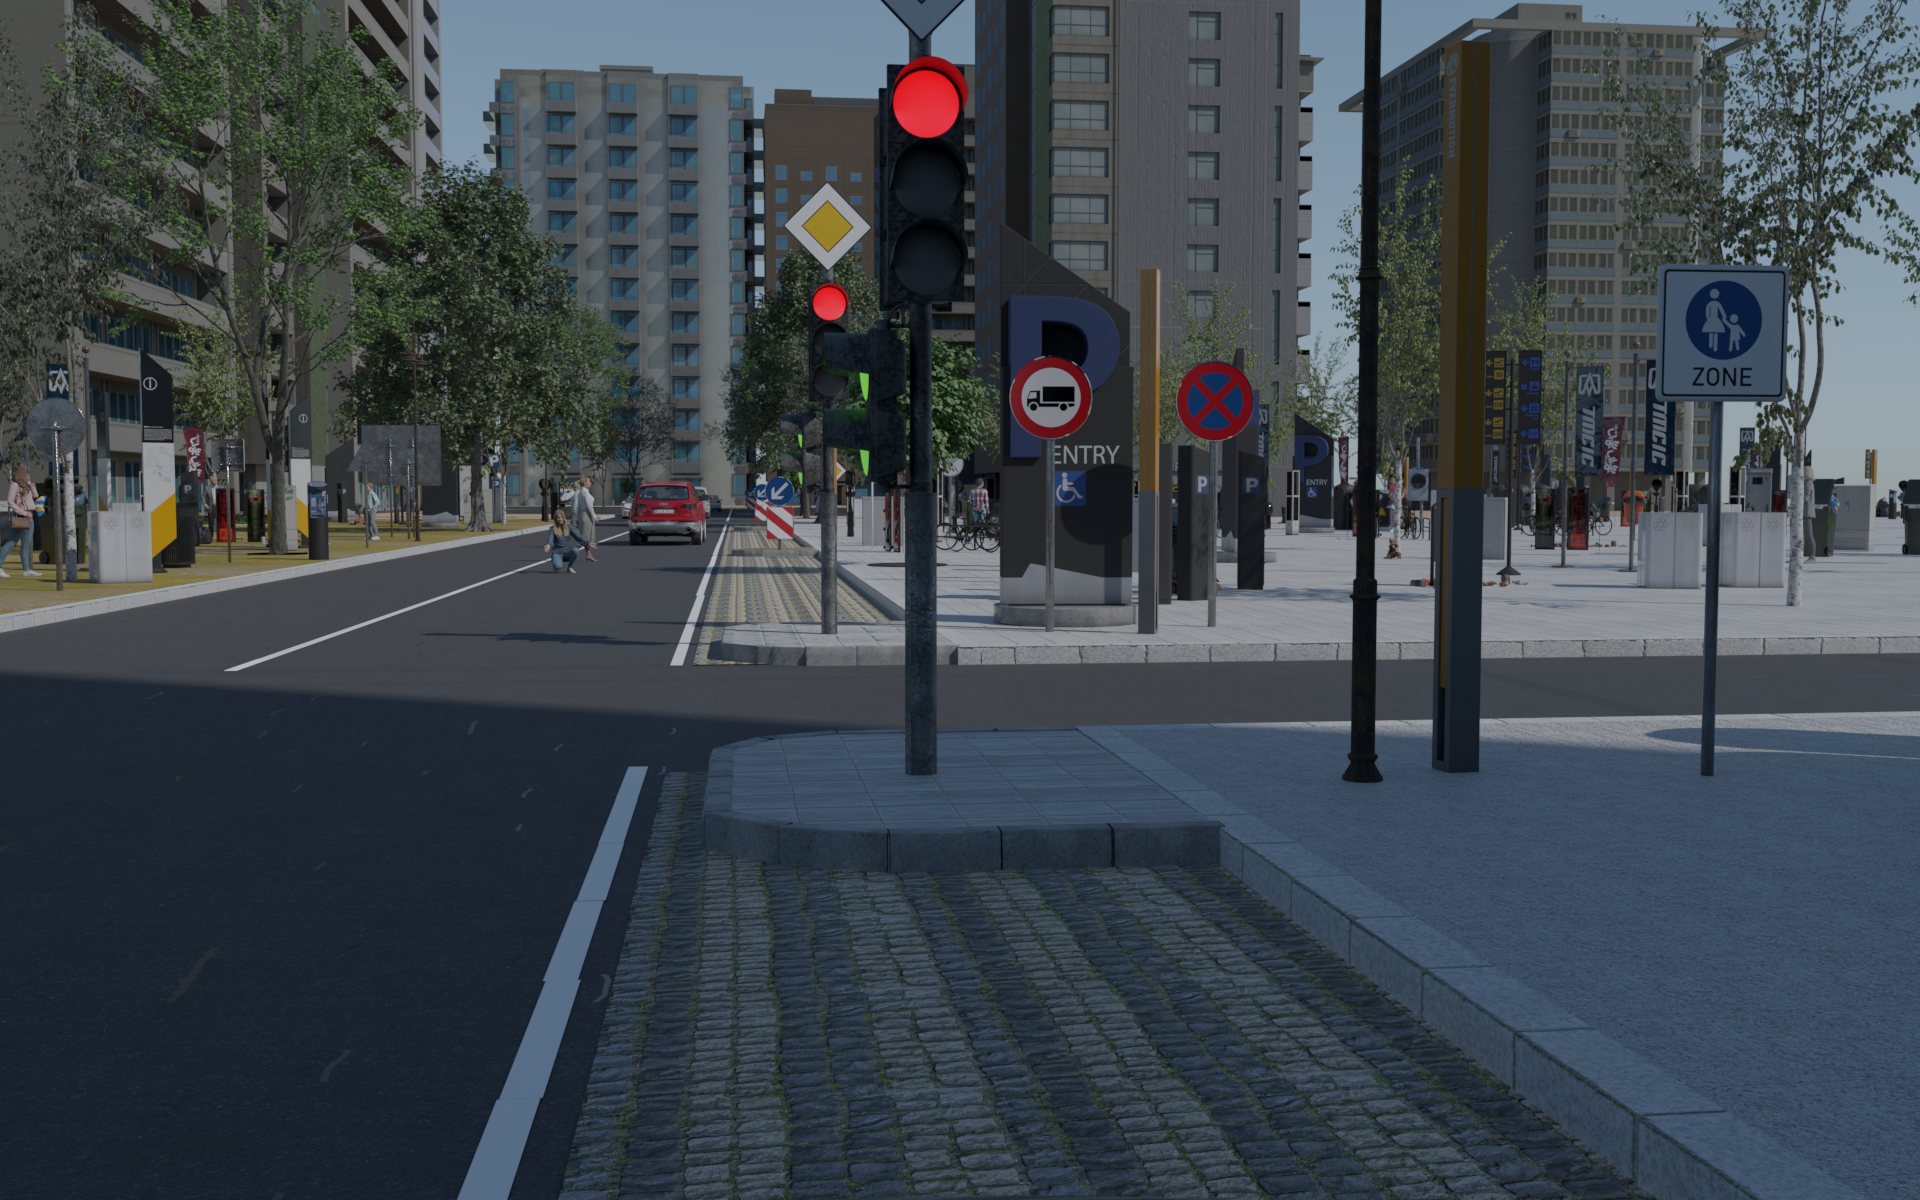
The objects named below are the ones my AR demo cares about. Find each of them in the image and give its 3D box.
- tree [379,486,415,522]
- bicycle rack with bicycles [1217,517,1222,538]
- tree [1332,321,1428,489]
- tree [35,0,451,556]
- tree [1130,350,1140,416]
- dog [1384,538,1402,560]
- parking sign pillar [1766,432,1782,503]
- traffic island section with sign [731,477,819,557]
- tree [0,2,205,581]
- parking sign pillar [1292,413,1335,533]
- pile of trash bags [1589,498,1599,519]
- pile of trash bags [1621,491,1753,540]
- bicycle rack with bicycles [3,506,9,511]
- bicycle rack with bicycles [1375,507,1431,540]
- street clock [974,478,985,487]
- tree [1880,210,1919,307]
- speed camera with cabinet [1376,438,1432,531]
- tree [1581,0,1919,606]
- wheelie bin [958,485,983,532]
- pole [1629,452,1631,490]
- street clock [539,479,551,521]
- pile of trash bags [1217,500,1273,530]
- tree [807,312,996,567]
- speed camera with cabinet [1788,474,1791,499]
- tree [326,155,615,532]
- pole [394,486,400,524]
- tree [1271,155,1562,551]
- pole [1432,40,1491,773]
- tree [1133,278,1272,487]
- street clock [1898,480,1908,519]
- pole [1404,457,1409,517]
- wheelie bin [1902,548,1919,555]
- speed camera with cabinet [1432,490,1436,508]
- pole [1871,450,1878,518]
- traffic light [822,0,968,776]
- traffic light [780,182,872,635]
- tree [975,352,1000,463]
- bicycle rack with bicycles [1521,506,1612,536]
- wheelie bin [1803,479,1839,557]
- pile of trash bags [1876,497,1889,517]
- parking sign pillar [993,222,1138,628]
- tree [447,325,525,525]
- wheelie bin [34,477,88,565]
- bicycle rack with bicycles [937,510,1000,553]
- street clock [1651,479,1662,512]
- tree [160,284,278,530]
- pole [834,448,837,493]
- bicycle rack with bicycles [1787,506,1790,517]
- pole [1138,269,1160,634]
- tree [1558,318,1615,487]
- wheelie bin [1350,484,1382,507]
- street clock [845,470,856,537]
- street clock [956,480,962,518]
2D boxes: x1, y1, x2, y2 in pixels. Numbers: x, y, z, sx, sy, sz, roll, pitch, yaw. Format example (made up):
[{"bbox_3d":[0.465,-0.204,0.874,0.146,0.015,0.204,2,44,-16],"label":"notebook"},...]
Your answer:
[{"bbox_3d":[-25.496,-5.822,78.909,4.285,4.588,4.351,0,3,0],"label":"tree"},{"bbox_3d":[7.518,-2.311,51.163,2.925,0.926,2.852,-3,5,-43],"label":"bicycle rack with bicycles"},{"bbox_3d":[18.131,-7.563,74.020,4.360,8.622,3.978,0,3,0],"label":"tree"},{"bbox_3d":[-14.466,-6.748,36.084,9.928,11.665,9.643,0,3,0],"label":"tree"},{"bbox_3d":[4.643,-6.922,63.538,4.360,8.622,3.978,0,3,0],"label":"tree"},{"bbox_3d":[8.515,-1.013,34.301,0.550,0.427,0.748,3,5,40],"label":"dog"},{"bbox_3d":[34.212,-5.212,73.695,1.447,3.967,1.447,2,4,34],"label":"parking sign pillar"},{"bbox_3d":[-4.319,-1.936,40.285,1.989,1.847,2.006,0,4,-7],"label":"traffic island section with sign"},{"bbox_3d":[-13.415,-4.588,25.373,4.360,8.622,3.978,0,3,0],"label":"tree"},{"bbox_3d":[11.654,-4.200,57.142,1.447,3.967,1.447,1,4,22],"label":"parking sign pillar"},{"bbox_3d":[30.924,-4.809,88.374,3.447,1.369,1.912,-2,4,-32],"label":"pile of trash bags"},{"bbox_3d":[20.099,-2.329,47.839,3.447,1.369,1.912,1,4,13],"label":"pile of trash bags"},{"bbox_3d":[-33.876,-2.831,59.661,2.852,0.926,2.925,-2,4,-28],"label":"bicycle rack with bicycles"},{"bbox_3d":[12.441,-2.186,49.130,2.852,0.926,2.925,1,4,11],"label":"bicycle rack with bicycles"},{"bbox_3d":[0.855,-4.416,76.775,0.471,2.002,0.358,-1,4,-15],"label":"street clock"},{"bbox_3d":[17.297,-4.717,27.493,4.737,8.622,4.395,0,3,0],"label":"tree"},{"bbox_3d":[15.346,-4.061,60.735,2.038,3.252,0.660,1,4,10],"label":"speed camera with cabinet"},{"bbox_3d":[9.329,-4.238,19.654,4.360,8.622,3.978,0,3,0],"label":"tree"},{"bbox_3d":[0.398,-3.042,57.640,0.980,1.594,0.693,-1,4,-19],"label":"wheelie bin"},{"bbox_3d":[32.353,-5.479,83.422,0.158,3.312,0.155,0,3,0],"label":"pole"},{"bbox_3d":[-20.016,-4.841,83.727,0.471,2.002,0.358,-2,4,-33],"label":"street clock"},{"bbox_3d":[10.451,-3.250,62.889,1.912,1.369,3.447,0,4,-7],"label":"pile of trash bags"},{"bbox_3d":[-1.022,-2.886,30.901,4.285,4.588,4.351,0,3,0],"label":"tree"},{"bbox_3d":[38.378,-5.280,80.672,2.038,3.252,0.660,-1,4,-12],"label":"speed camera with cabinet"},{"bbox_3d":[-16.582,-8.672,58.798,9.611,12.733,9.660,0,3,0],"label":"tree"},{"bbox_3d":[-24.313,-4.945,74.694,0.158,3.312,0.155,0,3,0],"label":"pole"},{"bbox_3d":[10.048,-5.406,38.753,4.737,8.622,4.395,0,3,0],"label":"tree"},{"bbox_3d":[2.302,-0.863,7.951,0.158,3.312,0.155,0,3,0],"label":"pole"},{"bbox_3d":[8.147,-6.604,58.333,4.737,8.622,4.395,0,3,0],"label":"tree"},{"bbox_3d":[49.418,-5.271,90.743,0.471,2.002,0.358,1,4,20],"label":"street clock"},{"bbox_3d":[24.598,-6.214,95.441,0.158,3.312,0.155,0,3,0],"label":"pole"},{"bbox_3d":[20.336,-1.755,36.607,0.980,1.594,0.693,3,5,45],"label":"wheelie bin"},{"bbox_3d":[21.344,-5.029,76.561,0.660,3.252,2.038,2,4,28],"label":"speed camera with cabinet"},{"bbox_3d":[42.088,-5.255,79.763,0.158,3.312,0.155,0,3,0],"label":"pole"},{"bbox_3d":[-0.198,-1.158,7.848,0.839,4.253,0.868,0,4,-7],"label":"traffic light"},{"bbox_3d":[-1.217,-1.642,15.768,0.839,4.253,0.868,0,4,-7],"label":"traffic light"},{"bbox_3d":[2.682,-8.389,87.526,4.737,8.622,4.395,0,3,0],"label":"tree"},{"bbox_3d":[18.744,-2.473,53.820,2.925,0.926,2.852,0,4,8],"label":"bicycle rack with bicycles"},{"bbox_3d":[17.583,-1.693,35.589,0.980,1.594,0.693,3,5,44],"label":"wheelie bin"},{"bbox_3d":[50.755,-5.307,96.517,1.912,1.369,3.447,2,4,25],"label":"pile of trash bags"},{"bbox_3d":[1.055,-1.759,17.236,1.447,3.967,1.447,0,4,-2],"label":"parking sign pillar"},{"bbox_3d":[-19.260,-7.475,72.577,4.737,8.622,4.395,0,3,0],"label":"tree"},{"bbox_3d":[-16.402,-1.458,31.748,0.693,1.594,0.980,2,4,29],"label":"wheelie bin"},{"bbox_3d":[0.572,-1.549,38.714,2.925,0.926,2.852,2,4,32],"label":"bicycle rack with bicycles"},{"bbox_3d":[33.065,-4.750,82.235,0.471,2.002,0.358,1,4,18],"label":"street clock"},{"bbox_3d":[-26.271,-6.773,61.095,4.737,8.622,4.395,0,3,0],"label":"tree"},{"bbox_3d":[-4.198,-3.898,57.574,0.158,3.312,0.155,0,3,0],"label":"pole"},{"bbox_3d":[46.459,-4.981,94.817,2.925,0.926,2.852,0,4,-8],"label":"bicycle rack with bicycles"},{"bbox_3d":[1.729,-1.345,15.826,0.158,3.312,0.155,0,3,0],"label":"pole"},{"bbox_3d":[19.378,-6.585,58.031,4.737,8.622,4.395,0,3,0],"label":"tree"},{"bbox_3d":[12.786,-2.851,54.527,0.980,1.594,0.693,1,4,13],"label":"wheelie bin"},{"bbox_3d":[-3.280,-2.894,51.895,0.358,2.002,0.471,0,4,6],"label":"street clock"},{"bbox_3d":[-0.134,-5.265,90.654,0.358,2.002,0.471,-3,4,-37],"label":"street clock"}]
